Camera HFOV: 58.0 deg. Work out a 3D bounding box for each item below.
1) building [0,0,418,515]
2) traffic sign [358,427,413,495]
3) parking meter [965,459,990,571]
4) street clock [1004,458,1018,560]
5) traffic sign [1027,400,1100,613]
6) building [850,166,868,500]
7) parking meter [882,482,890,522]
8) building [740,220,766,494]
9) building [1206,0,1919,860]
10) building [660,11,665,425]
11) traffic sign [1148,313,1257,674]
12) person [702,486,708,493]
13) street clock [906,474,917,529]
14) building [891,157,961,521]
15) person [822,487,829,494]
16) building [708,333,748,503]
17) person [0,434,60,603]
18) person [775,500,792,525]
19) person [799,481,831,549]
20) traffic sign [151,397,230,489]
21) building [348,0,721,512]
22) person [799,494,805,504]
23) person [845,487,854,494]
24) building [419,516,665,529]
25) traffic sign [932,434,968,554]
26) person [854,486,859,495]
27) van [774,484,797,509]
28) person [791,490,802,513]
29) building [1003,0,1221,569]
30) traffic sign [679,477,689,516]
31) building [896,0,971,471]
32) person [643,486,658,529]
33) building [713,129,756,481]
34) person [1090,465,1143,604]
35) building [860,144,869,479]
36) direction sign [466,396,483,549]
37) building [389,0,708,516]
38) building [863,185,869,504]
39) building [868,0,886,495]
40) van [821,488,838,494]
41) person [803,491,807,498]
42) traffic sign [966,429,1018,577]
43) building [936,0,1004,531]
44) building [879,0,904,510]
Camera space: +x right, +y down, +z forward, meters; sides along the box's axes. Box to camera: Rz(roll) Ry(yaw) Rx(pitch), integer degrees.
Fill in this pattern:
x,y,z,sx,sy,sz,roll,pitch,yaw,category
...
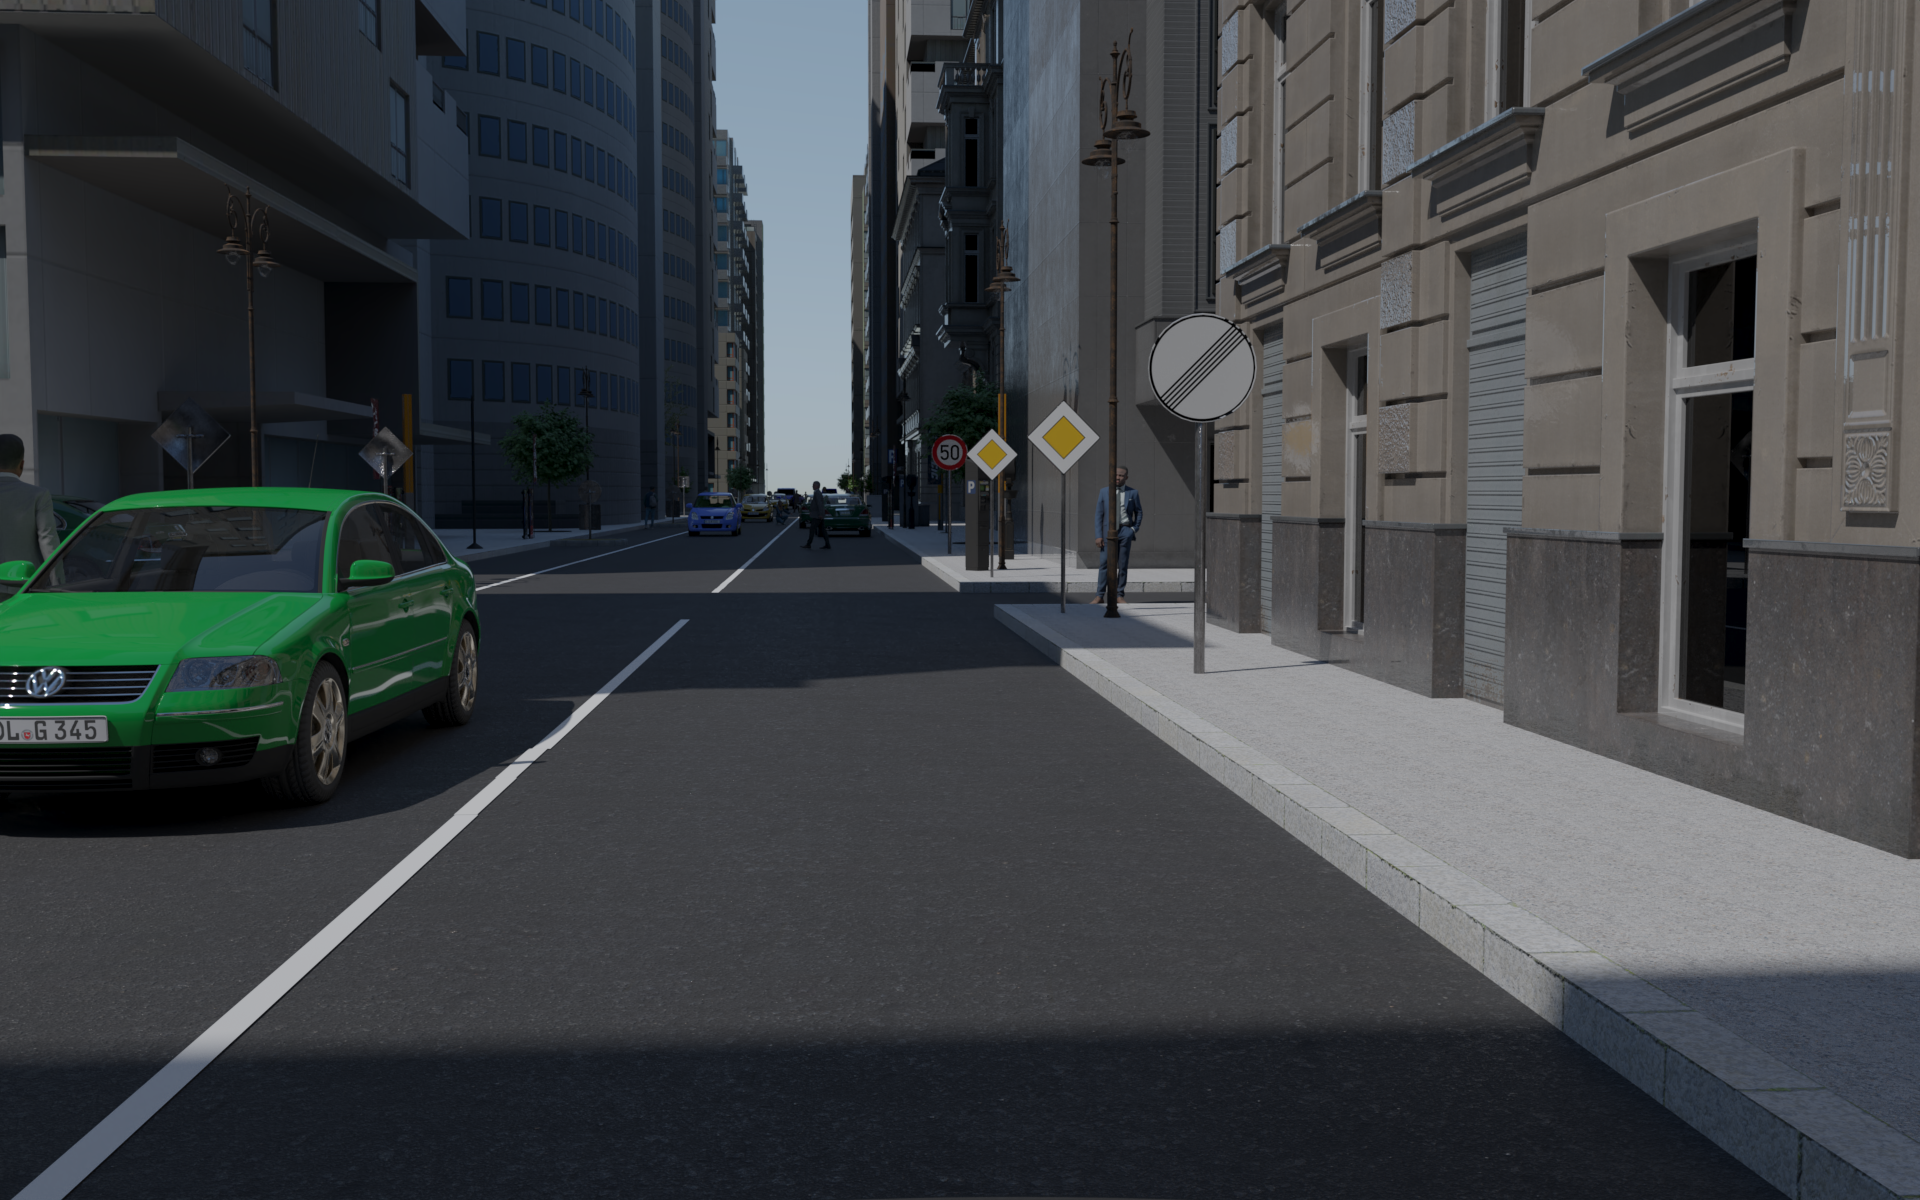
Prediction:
x,y,z,sx,sy,sz,roll,pitch,yaw,category
-26.738,-27.411,37.410,28.713,52.752,27.495,0,4,-4,building
-8.580,-1.362,25.908,0.795,2.450,0.064,0,4,-4,traffic sign
0.294,-1.422,28.961,0.255,1.863,0.399,-3,4,-39,parking meter
0.963,-1.790,33.841,0.358,2.002,0.471,0,4,6,street clock
1.108,-0.917,18.629,0.795,2.450,0.064,0,4,-4,traffic sign
-4.914,-38.313,250.120,21.300,48.544,21.600,0,4,-4,building
-3.458,-4.607,81.033,0.399,1.863,0.255,0,4,0,parking meter
-35.628,-34.696,250.865,14.154,41.232,14.086,0,4,-4,building
9.015,-12.695,4.830,12.463,27.353,25.104,0,4,-4,building
-26.029,-27.941,106.944,14.600,45.320,14.200,0,4,-4,building
1.710,-0.746,12.308,0.768,2.556,0.104,0,4,2,traffic sign
-12.506,-4.689,85.262,0.391,1.810,0.635,-3,5,-45,person
-1.774,-3.601,63.451,0.358,2.002,0.471,-2,4,-24,street clock
1.997,-13.902,91.925,10.561,19.102,19.286,0,4,-4,building
-6.067,-4.233,78.136,0.576,1.772,0.534,-2,4,-32,person
-38.970,-21.661,199.200,27.650,21.520,28.899,0,4,-4,building
-5.695,-0.097,10.358,0.678,1.792,0.850,-1,4,-17,person
-8.247,-4.094,80.931,0.738,1.151,1.012,3,5,43,person
-3.787,-2.219,45.176,0.834,1.777,0.661,-1,4,-11,person
-7.960,-0.875,17.947,0.795,2.450,0.064,0,4,-4,traffic sign
-35.932,-34.633,155.491,28.713,52.752,27.495,0,4,-4,building
-11.125,-6.753,122.152,0.421,1.427,0.697,-3,5,-41,person
-5.898,-5.151,92.981,0.793,1.790,0.793,3,5,44,person
-24.650,-32.495,73.290,21.231,58.520,28.212,0,4,-4,building
-0.222,-2.261,37.072,0.768,2.556,0.104,0,4,-3,traffic sign
-4.705,-4.242,78.194,0.374,1.781,0.599,0,4,7,person
-16.321,-9.704,163.041,2.240,2.365,5.245,0,4,-3,van
-12.644,-7.621,133.652,0.990,1.755,0.434,-2,4,-27,person
16.438,-13.226,35.317,30.058,24.678,14.314,0,4,-4,building
-16.082,-6.043,100.940,0.606,2.300,0.079,0,4,4,traffic sign
9.451,-32.501,120.635,28.713,52.752,27.495,0,4,-4,building
-12.703,-3.812,71.172,0.623,1.781,0.721,0,4,-7,person
-39.306,-37.213,228.045,23.786,49.044,30.456,0,4,-4,building
2.007,-0.837,22.360,0.721,1.800,0.419,0,4,-3,person
-0.126,-36.109,209.988,23.786,49.044,30.456,0,4,-4,building
-11.383,-2.968,40.517,0.379,3.537,0.876,-1,4,-18,direction sign
-30.288,-35.807,127.441,21.231,58.520,28.212,0,4,-4,building
-5.978,-33.546,232.069,14.154,41.232,14.086,0,4,-4,building
1.911,-37.941,162.341,21.231,58.520,28.212,0,4,-4,building
-14.273,-11.248,188.285,2.240,2.365,5.245,0,4,-6,van
-17.905,-11.753,201.367,1.217,1.736,0.721,-2,4,-24,person
0.489,-1.404,26.591,0.795,2.450,0.064,0,4,-4,traffic sign
6.430,-15.036,64.925,14.460,24.649,34.723,0,4,-4,building
0.662,-30.049,141.417,14.600,45.320,14.200,0,4,-4,building
